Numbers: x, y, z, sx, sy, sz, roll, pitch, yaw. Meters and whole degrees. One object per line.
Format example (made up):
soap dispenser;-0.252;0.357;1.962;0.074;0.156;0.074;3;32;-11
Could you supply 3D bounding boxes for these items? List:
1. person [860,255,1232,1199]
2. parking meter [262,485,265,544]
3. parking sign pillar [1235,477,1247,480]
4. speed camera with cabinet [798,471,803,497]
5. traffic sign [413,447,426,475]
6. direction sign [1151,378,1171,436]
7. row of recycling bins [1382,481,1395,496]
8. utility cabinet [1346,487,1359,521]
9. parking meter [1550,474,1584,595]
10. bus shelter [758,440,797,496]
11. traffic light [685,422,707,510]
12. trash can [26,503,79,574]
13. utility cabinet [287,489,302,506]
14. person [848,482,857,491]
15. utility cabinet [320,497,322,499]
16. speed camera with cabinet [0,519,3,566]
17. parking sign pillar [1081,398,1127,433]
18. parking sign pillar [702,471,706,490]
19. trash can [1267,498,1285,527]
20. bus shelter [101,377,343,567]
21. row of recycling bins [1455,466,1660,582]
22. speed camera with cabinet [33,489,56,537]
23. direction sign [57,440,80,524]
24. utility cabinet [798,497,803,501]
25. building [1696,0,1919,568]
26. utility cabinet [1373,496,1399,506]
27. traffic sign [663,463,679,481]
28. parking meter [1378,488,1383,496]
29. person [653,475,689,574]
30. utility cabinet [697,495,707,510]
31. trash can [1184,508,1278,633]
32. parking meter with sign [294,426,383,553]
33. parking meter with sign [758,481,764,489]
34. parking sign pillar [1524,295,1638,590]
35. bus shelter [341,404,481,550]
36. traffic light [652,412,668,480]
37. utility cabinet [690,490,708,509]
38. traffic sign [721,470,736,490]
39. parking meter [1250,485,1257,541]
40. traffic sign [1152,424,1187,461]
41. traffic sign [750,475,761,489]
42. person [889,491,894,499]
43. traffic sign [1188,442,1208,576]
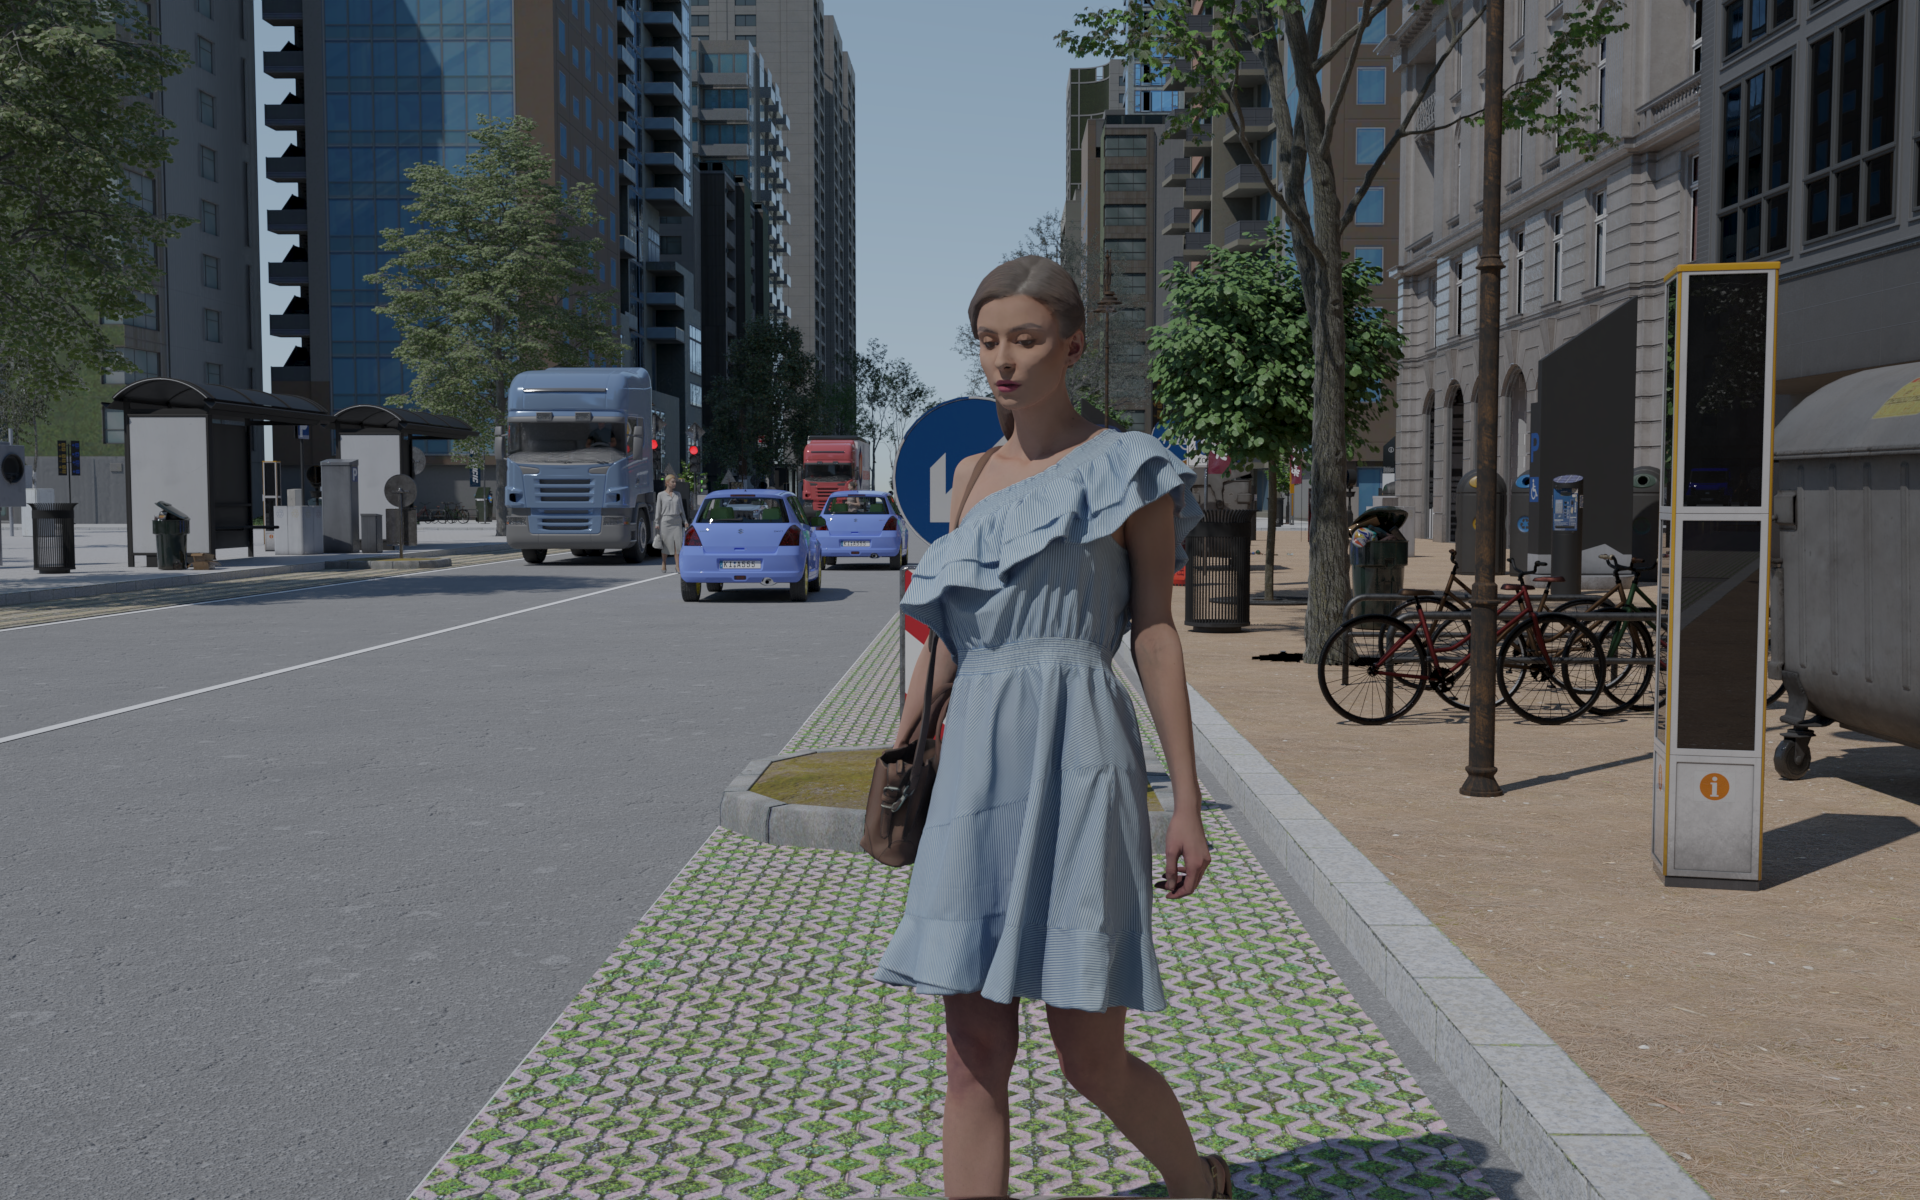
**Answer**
person;0.130;0.349;2.889;0.778;1.811;0.616;-3;5;-44
parking meter;-17.667;-2.201;44.403;0.372;1.533;0.369;0;3;0
parking sign pillar;13.525;-5.955;85.835;1.447;3.967;1.447;-1;4;-13
speed camera with cabinet;-12.653;-8.480;132.976;2.038;3.252;0.660;-2;4;-32
traffic sign;-14.657;-2.826;46.312;0.768;2.556;0.104;0;4;4
direction sign;3.669;-2.384;30.972;0.379;3.537;0.876;3;5;40
row of recycling bins;14.472;-3.051;56.995;1.069;1.692;3.534;1;4;18
utility cabinet;12.023;-2.820;54.788;1.173;1.500;0.318;-1;4;-22
parking meter;7.742;-0.837;22.093;0.372;1.533;0.369;0;3;0
bus shelter;-12.592;-8.728;120.333;2.179;5.291;8.768;0;4;1
traffic light;-10.308;-4.809;67.550;0.839;4.253;0.868;0;4;1
trash can;-14.643;-0.999;27.983;0.748;1.137;0.748;0;3;0
utility cabinet;-28.984;-4.082;75.425;0.318;1.500;1.173;-3;4;-36
person;-3.110;-2.457;49.015;0.374;1.781;0.599;-3;5;-40
utility cabinet;-19.650;-2.631;54.177;0.306;1.237;1.020;2;4;27
speed camera with cabinet;-17.140;-2.182;30.006;0.660;3.252;2.038;1;4;10
parking sign pillar;4.063;-3.677;48.590;1.447;3.967;1.447;-1;4;-9
parking sign pillar;-21.399;-9.355;141.430;1.447;3.967;1.447;-3;5;-40
trash can;12.275;-3.407;67.357;0.748;1.137;0.748;0;3;0
bus shelter;-13.783;-2.374;32.735;2.014;3.302;5.546;0;4;1
row of recycling bins;9.217;-1.191;26.585;1.069;1.692;3.534;-3;5;-42
speed camera with cabinet;-27.978;-3.531;52.060;2.038;3.252;0.660;3;4;38
direction sign;-37.644;-4.968;73.223;0.379;3.537;0.876;3;5;43
utility cabinet;-12.673;-7.561;134.791;0.306;1.237;1.020;3;4;36
building;17.824;-13.520;14.565;14.314;27.812;24.014;0;4;1
utility cabinet;13.436;-2.637;54.272;0.306;1.237;1.020;-3;5;-40
traffic sign;-12.010;-4.371;71.464;0.884;2.594;0.081;0;4;3
parking meter;17.267;-3.812;70.738;0.372;1.533;0.369;0;3;0
person;-5.193;-1.370;31.254;0.694;1.780;0.624;-1;4;-13
utility cabinet;-12.027;-4.371;82.634;1.020;1.237;0.306;0;4;7
trash can;2.401;-0.274;16.138;0.748;1.137;0.748;0;3;0
parking meter with sign;-13.442;-2.526;37.556;1.738;3.016;0.543;0;4;3
parking meter with sign;-15.330;-8.425;134.002;0.543;3.016;1.738;-1;4;-14
parking sign pillar;8.525;-2.157;23.747;1.447;3.967;1.447;0;4;-1
bus shelter;-13.377;-2.931;41.851;2.014;3.302;5.546;0;4;1
traffic light;-10.475;-4.321;59.566;0.839;4.253;0.868;0;4;1
utility cabinet;-14.120;-5.149;92.872;1.173;1.500;0.318;-3;4;-36
traffic sign;-12.245;-5.612;91.753;0.884;2.594;0.081;0;4;7
parking meter;7.974;-2.401;47.671;0.372;1.533;0.369;0;3;0
traffic sign;3.465;-1.703;27.949;0.768;2.556;0.104;0;4;7
traffic sign;-13.498;-6.991;114.416;0.768;2.556;0.104;1;4;11
person;-7.169;-10.491;180.709;0.721;1.739;1.217;-2;4;-25
traffic sign;3.856;-1.531;27.156;0.606;2.300;0.079;0;4;3
